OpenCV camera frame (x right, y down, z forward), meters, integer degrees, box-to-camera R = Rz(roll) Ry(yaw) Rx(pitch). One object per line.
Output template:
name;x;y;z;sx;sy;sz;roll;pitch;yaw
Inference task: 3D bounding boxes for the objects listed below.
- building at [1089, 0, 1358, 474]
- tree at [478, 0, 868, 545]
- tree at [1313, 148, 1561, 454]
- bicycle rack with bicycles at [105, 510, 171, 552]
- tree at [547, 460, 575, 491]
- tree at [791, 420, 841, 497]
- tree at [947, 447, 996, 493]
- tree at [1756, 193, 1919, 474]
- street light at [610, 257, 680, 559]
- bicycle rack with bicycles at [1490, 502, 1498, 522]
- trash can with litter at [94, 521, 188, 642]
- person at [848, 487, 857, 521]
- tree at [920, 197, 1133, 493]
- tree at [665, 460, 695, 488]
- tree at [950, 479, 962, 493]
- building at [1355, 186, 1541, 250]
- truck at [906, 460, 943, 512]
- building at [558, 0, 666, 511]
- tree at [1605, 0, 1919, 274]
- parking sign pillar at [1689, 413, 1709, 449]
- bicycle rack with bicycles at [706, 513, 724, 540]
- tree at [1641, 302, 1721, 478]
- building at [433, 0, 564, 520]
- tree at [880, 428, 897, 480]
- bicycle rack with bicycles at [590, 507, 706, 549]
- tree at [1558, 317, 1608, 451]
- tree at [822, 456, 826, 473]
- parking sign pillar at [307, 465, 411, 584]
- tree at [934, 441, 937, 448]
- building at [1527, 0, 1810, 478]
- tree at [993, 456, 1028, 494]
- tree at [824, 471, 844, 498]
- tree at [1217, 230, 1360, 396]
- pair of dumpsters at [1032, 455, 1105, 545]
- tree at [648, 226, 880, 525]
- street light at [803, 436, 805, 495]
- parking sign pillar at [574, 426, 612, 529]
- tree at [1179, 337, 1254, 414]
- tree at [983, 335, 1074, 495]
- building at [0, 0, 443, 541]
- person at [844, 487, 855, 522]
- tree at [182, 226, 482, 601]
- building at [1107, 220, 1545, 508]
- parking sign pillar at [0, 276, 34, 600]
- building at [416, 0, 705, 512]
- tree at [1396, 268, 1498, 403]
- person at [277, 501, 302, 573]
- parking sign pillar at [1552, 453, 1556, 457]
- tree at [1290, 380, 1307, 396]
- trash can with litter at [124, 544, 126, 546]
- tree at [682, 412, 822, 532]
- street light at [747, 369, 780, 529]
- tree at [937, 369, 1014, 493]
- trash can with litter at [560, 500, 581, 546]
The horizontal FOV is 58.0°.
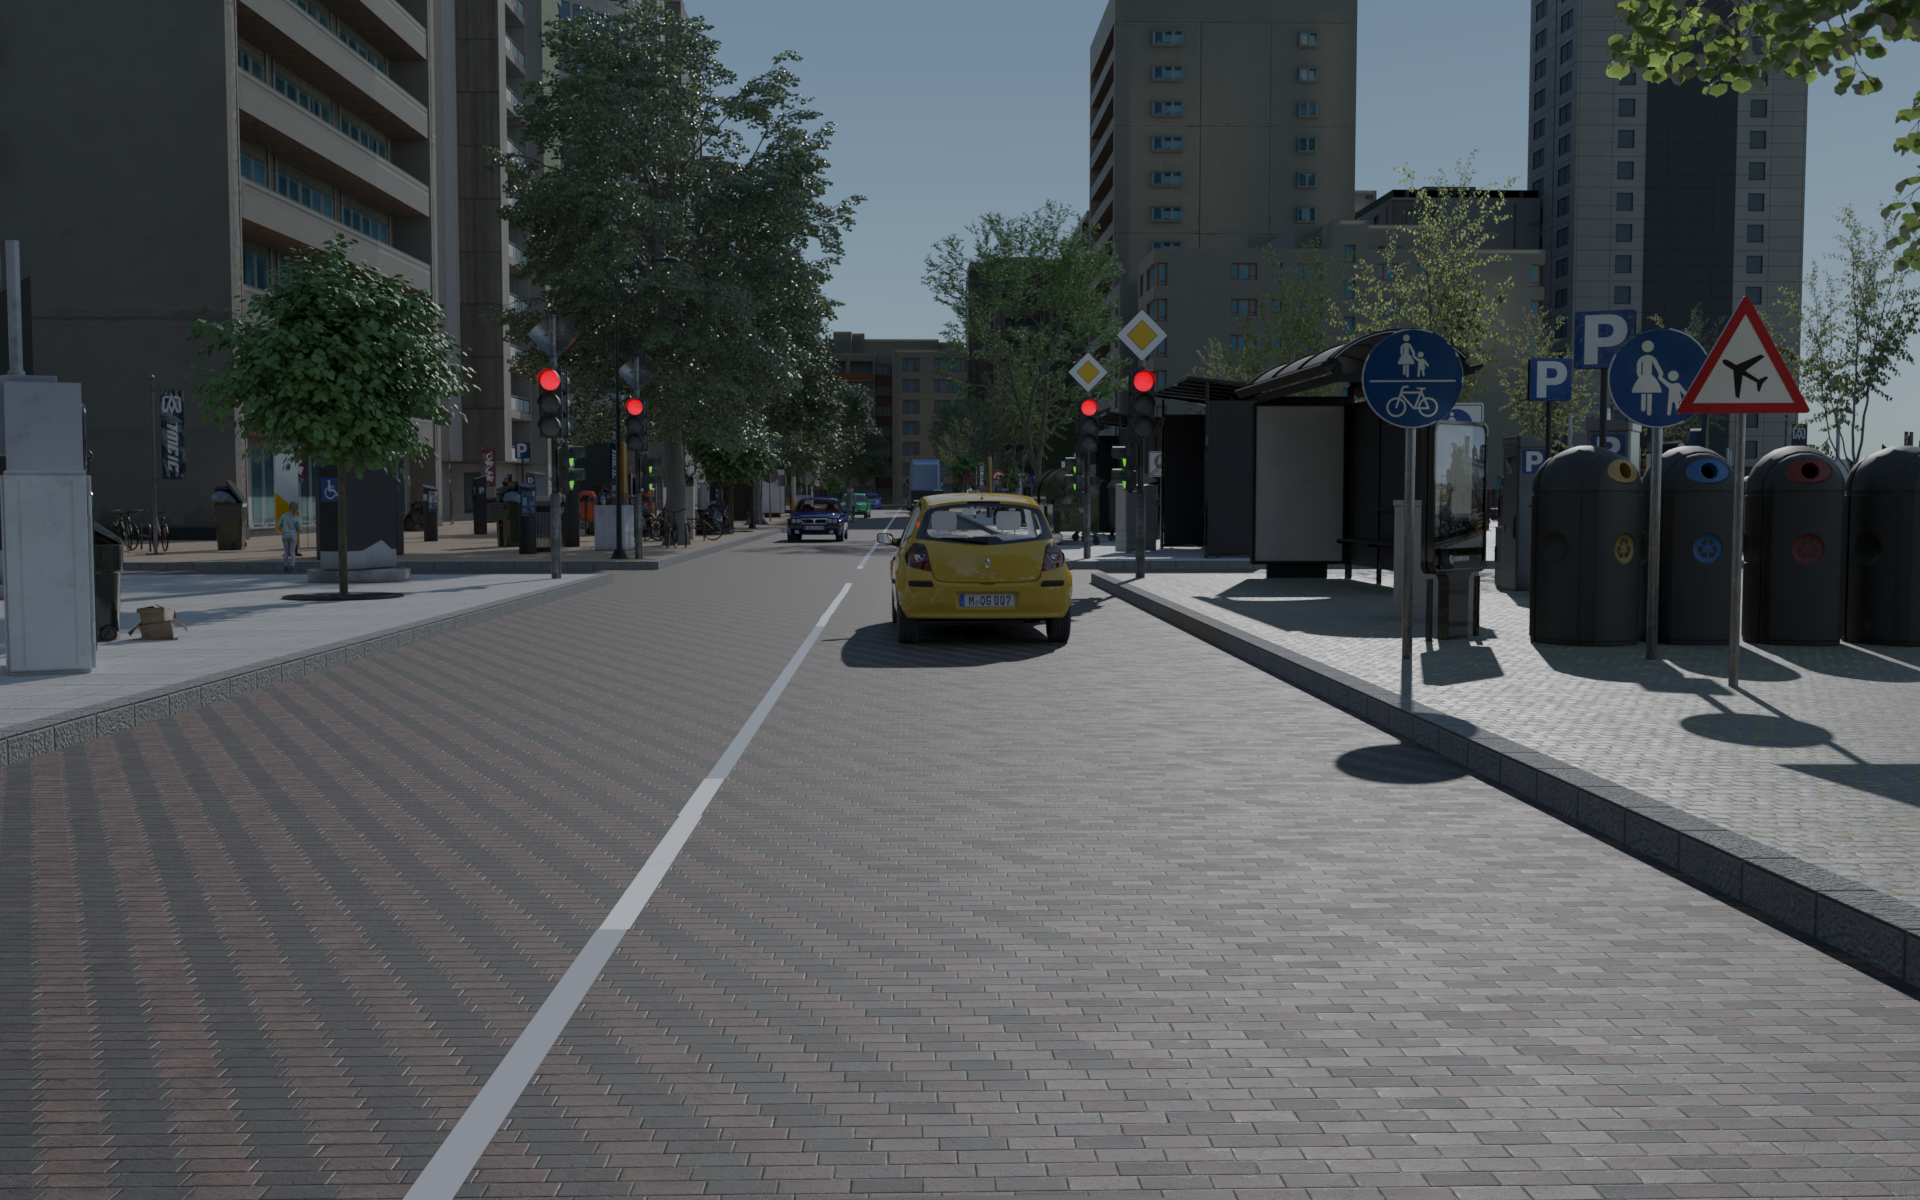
building;23.703;-32.861;160.985;21.300;48.544;21.600;0;4;-2
tree;-7.165;-8.352;43.210;9.857;13.997;8.962;0;3;0
tree;10.184;-5.337;37.622;4.360;8.622;3.978;0;3;0
bicycle rack with bicycles;-19.197;-1.568;39.025;2.852;0.926;2.925;-2;4;-30
tree;-18.369;-5.203;79.669;1.663;3.219;1.824;0;3;0
tree;-10.304;-10.563;123.072;4.737;8.622;4.395;0;3;0
tree;0.829;-8.136;116.737;4.285;4.588;4.351;0;3;0
tree;22.007;-5.658;42.868;4.360;8.622;3.978;0;3;0
street light;-6.192;-3.763;34.061;1.470;5.913;1.316;0;4;-2
bicycle rack with bicycles;25.225;-4.091;80.274;2.925;0.926;2.852;0;4;4
trash can with litter;-7.407;-0.238;15.283;1.055;1.170;0.624;-1;4;-23
person;-5.819;-5.062;91.454;0.709;1.800;0.728;1;4;22
tree;2.679;-8.351;62.294;9.928;11.665;9.643;0;3;0
tree;-13.860;-5.554;85.412;1.663;3.219;1.824;0;3;0
tree;-0.221;-11.749;186.691;1.663;3.219;1.824;0;3;0
building;46.288;-24.153;166.603;14.107;30.474;14.160;0;4;-2
truck;-2.400;-8.559;129.701;2.967;4.110;18.799;0;4;-3
building;-33.306;-35.495;122.343;21.231;58.520;28.212;0;4;-2
tree;4.497;-5.338;5.407;7.486;12.596;7.792;0;3;0
parking sign pillar;21.833;-3.835;51.180;1.447;3.967;1.447;2;4;26
bicycle rack with bicycles;-8.227;-2.067;47.172;2.925;0.926;2.852;1;4;15
tree;28.105;-7.166;67.534;4.360;8.622;3.978;0;3;0
building;-28.493;-24.705;87.529;14.154;41.232;14.086;0;4;-2
tree;-11.080;-15.587;171.848;9.611;12.733;9.660;0;3;0
bicycle rack with bicycles;-7.659;-1.743;41.886;2.852;0.926;2.925;0;4;-8
tree;22.601;-7.131;66.952;4.360;8.622;3.978;0;3;0
tree;-9.525;-7.249;102.229;4.285;4.588;4.351;0;3;0
parking sign pillar;-8.853;-2.260;25.417;1.447;3.967;1.447;1;4;15
tree;0.023;-12.689;157.830;4.360;8.622;3.978;0;3;0
building;63.764;-44.237;161.531;20.611;71.187;20.563;0;4;-2
tree;2.738;-5.778;89.068;1.663;3.219;1.824;0;3;0
tree;-11.406;-9.735;153.774;1.663;3.219;1.824;0;3;0
tree;9.360;-6.036;49.051;4.737;8.622;4.395;0;3;0
pair of dumpsters;2.821;-2.616;45.263;1.574;2.255;4.437;0;4;-2
tree;-8.612;-9.475;71.924;9.611;12.733;9.660;0;3;0
street light;-7.913;-7.407;93.647;1.470;5.913;1.316;0;4;-2
parking sign pillar;-13.649;-4.646;64.434;1.447;3.967;1.447;-2;4;-25
tree;12.311;-7.960;80.502;4.360;8.622;3.978;0;3;0
tree;2.881;-7.870;79.035;4.737;8.622;4.395;0;3;0
building;-30.912;-26.475;56.575;21.300;48.544;21.600;0;4;-2
person;-5.780;-4.951;89.551;0.767;1.812;0.694;-1;4;-15
tree;-7.556;-2.300;21.320;4.285;4.588;4.351;0;3;0
building;27.047;-17.837;136.682;27.650;21.520;28.899;0;4;-2
parking sign pillar;-12.122;-2.010;21.329;1.447;3.967;1.447;-2;4;-30
building;-35.389;-32.736;158.938;21.600;48.544;21.300;0;4;-2
tree;15.171;-6.444;55.715;4.737;8.622;4.395;0;3;0
person;-12.169;-1.141;31.441;0.425;1.301;0.394;-1;4;-23
parking sign pillar;36.250;-7.181;105.881;1.447;3.967;1.447;0;4;8
tree;19.342;-9.195;100.705;4.360;8.622;3.978;0;3;0
trash can with litter;-21.646;-1.942;42.806;2.233;1.210;1.678;2;4;23
tree;-7.773;-4.579;58.583;4.285;4.588;4.351;0;3;0
street light;-7.164;-5.600;64.097;1.470;5.913;1.316;0;4;-2
tree;1.625;-9.268;101.900;4.360;8.622;3.978;0;3;0
trash can with litter;-9.789;-1.934;43.000;0.624;1.170;1.055;-2;4;-27
